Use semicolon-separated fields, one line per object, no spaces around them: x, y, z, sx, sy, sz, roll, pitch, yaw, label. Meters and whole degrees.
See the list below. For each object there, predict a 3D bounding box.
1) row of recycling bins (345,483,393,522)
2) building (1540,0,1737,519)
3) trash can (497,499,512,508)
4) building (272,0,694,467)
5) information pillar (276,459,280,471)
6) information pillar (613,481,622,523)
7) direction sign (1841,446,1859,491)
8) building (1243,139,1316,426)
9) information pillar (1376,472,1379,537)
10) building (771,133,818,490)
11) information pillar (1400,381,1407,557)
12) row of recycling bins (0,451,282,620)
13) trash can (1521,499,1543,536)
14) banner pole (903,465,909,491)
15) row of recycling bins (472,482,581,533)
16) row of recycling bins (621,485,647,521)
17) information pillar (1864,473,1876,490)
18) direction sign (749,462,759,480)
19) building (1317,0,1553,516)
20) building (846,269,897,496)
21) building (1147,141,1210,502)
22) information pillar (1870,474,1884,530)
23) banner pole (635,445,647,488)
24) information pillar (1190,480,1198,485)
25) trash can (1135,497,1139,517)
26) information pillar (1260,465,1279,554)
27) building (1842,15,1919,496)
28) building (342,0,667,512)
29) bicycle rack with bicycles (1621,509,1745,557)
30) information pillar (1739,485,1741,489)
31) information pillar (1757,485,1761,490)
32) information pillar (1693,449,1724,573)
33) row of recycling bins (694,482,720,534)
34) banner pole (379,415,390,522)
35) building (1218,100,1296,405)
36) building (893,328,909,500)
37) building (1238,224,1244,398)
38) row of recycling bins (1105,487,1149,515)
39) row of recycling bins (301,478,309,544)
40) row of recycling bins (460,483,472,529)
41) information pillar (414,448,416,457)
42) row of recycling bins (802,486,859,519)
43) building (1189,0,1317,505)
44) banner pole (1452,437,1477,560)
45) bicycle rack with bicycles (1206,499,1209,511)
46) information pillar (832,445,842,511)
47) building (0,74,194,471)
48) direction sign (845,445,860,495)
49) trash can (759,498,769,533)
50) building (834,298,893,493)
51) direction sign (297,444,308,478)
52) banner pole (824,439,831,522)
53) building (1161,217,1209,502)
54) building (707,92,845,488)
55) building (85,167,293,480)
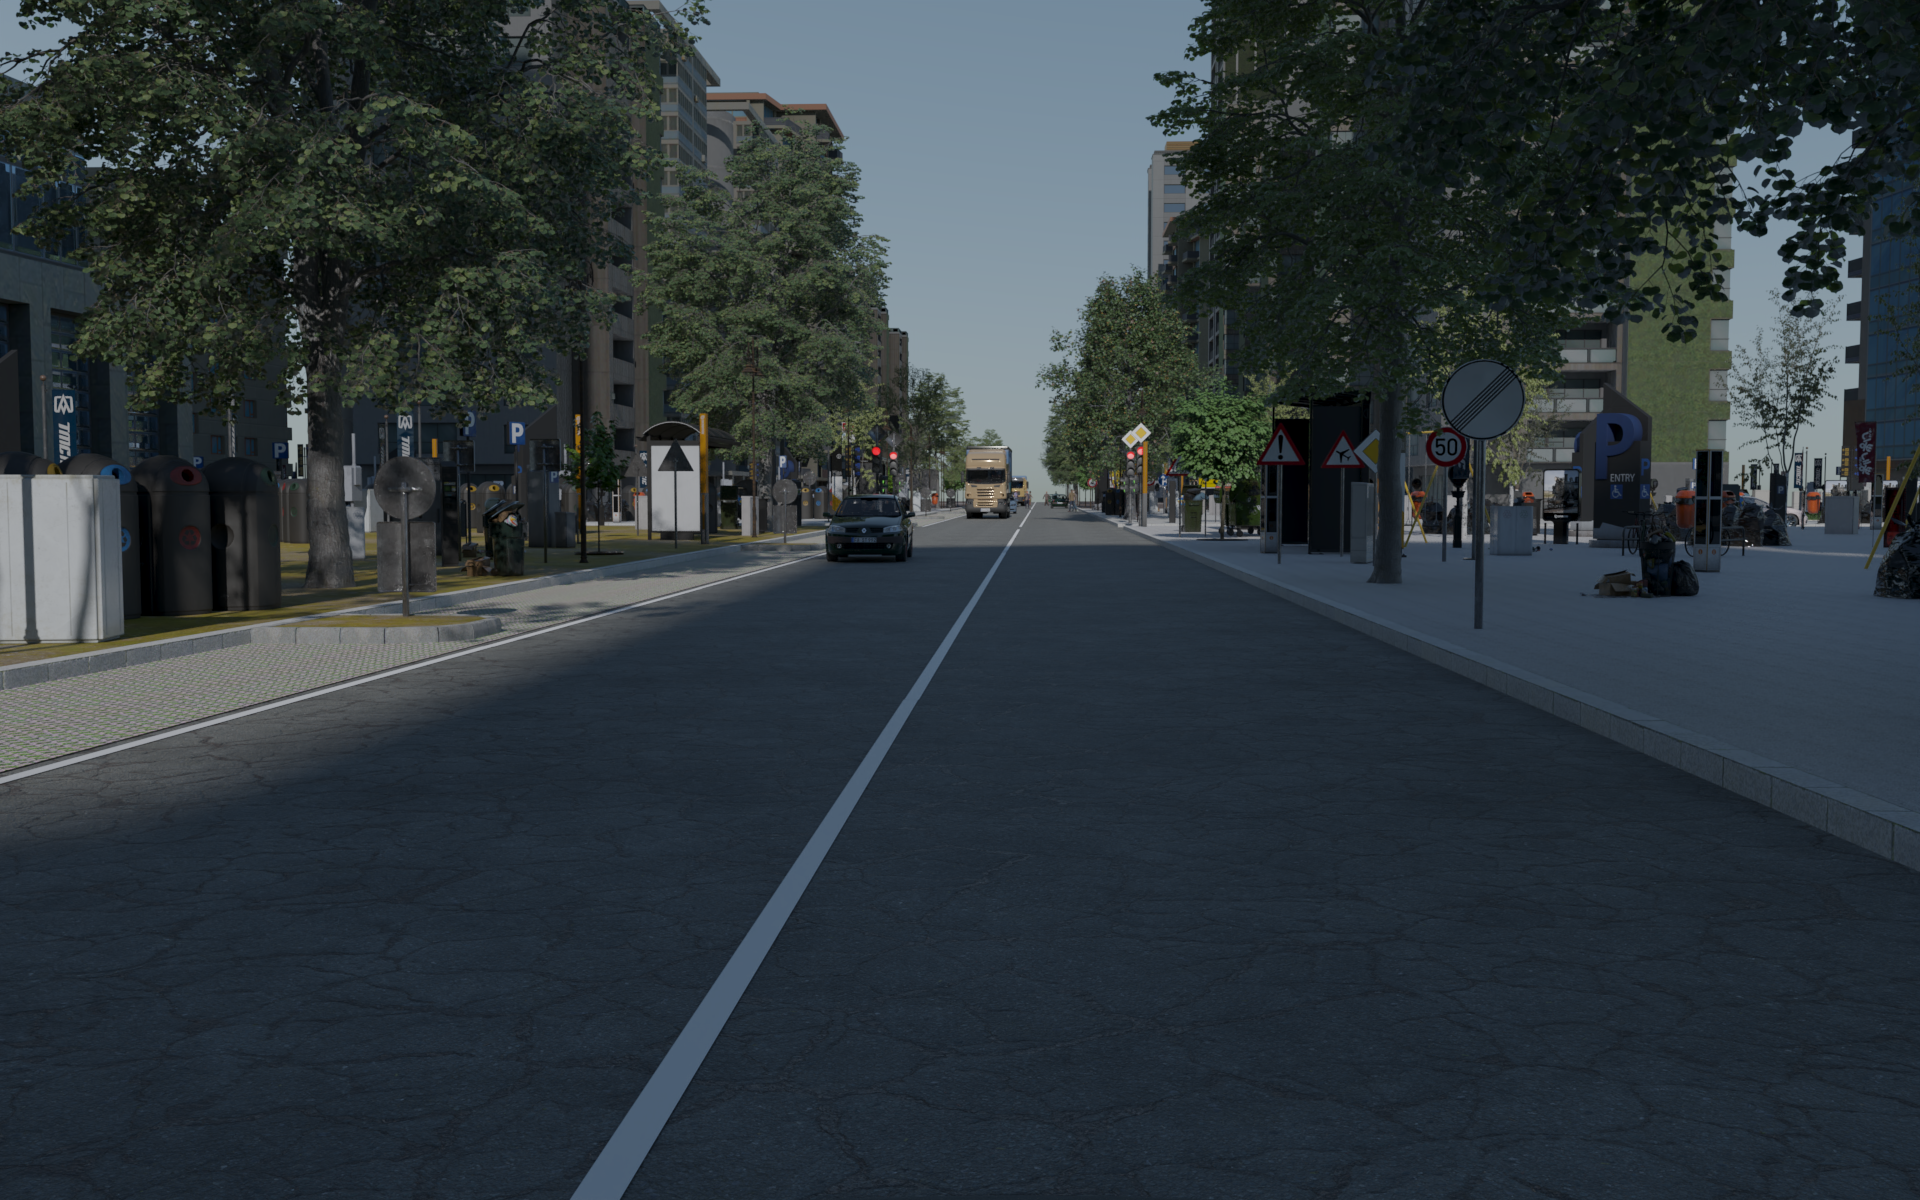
-22.919;-3.634;66.533;1.069;1.692;3.534;3;5;41;row of recycling bins
32.255;-25.073;93.540;14.086;41.232;14.154;0;4;3;building
-31.096;-6.481;117.618;0.748;1.137;0.748;0;3;0;trash can
-32.726;-27.018;133.618;32.217;40.220;23.993;0;4;3;building
-39.840;-6.728;101.354;0.183;3.616;0.504;0;4;5;information pillar
-15.368;-4.470;77.582;0.304;2.012;0.304;1;4;10;information pillar
41.718;-5.450;81.097;0.876;3.537;0.379;2;4;30;direction sign
31.666;-22.729;143.315;14.160;30.474;14.107;0;4;3;building
11.726;-2.661;47.992;0.304;2.012;0.304;0;4;4;information pillar
-30.328;-28.937;165.006;32.217;40.220;23.993;0;4;3;building
8.781;-2.667;34.966;0.504;3.616;0.183;-1;4;-22;information pillar
-8.652;-0.671;18.079;1.069;1.692;3.534;2;4;24;row of recycling bins
17.556;-2.549;53.333;0.748;1.137;0.748;0;3;0;trash can
-4.585;-9.661;147.972;0.863;3.779;0.401;1;4;20;banner pole
-14.180;-3.068;57.271;3.534;1.692;1.069;-1;4;-11;row of recycling bins
-14.393;-4.628;82.782;3.534;1.692;1.069;-1;4;-10;row of recycling bins
42.992;-5.535;81.859;0.183;3.616;0.504;-3;4;-36;information pillar
-14.376;-7.923;121.543;0.876;3.537;0.379;-2;4;-30;direction sign
31.730;-26.747;120.904;14.154;41.232;14.086;0;4;3;building
-26.074;-35.794;277.114;32.217;40.220;23.993;0;4;3;building
42.341;-46.042;294.790;21.231;58.520;28.212;0;4;3;building
32.950;-3.533;62.258;0.304;2.012;0.304;0;4;5;information pillar
-16.141;-5.973;87.681;0.863;3.779;0.401;-1;4;-10;banner pole
12.513;-5.396;92.709;0.304;2.012;0.304;-3;5;-44;information pillar
9.483;-5.037;94.016;0.748;1.137;0.748;0;3;0;trash can
6.683;-2.013;37.410;0.304;2.012;0.304;-1;4;-11;information pillar
58.817;-27.139;93.838;14.200;45.320;14.600;0;4;3;building
-25.087;-19.945;97.803;14.160;30.474;14.107;0;4;3;building
14.810;-1.379;35.922;2.925;0.926;2.852;-3;5;-43;bicycle rack with bicycles
65.792;-8.684;146.468;0.304;2.012;0.304;0;4;3;information pillar
64.936;-8.337;140.800;0.304;2.012;0.304;2;4;24;information pillar
12.277;-1.463;28.417;0.304;2.012;0.304;-1;4;-22;information pillar
-8.635;-3.086;57.570;1.069;1.692;3.534;-1;4;-15;row of recycling bins
-18.130;-3.949;54.582;0.401;3.779;0.863;0;4;4;banner pole
34.317;-30.562;183.276;14.154;41.232;14.086;0;4;3;building
-16.246;-32.067;295.989;14.160;30.474;14.107;0;4;3;building
34.131;-24.332;169.527;14.160;30.474;14.107;0;4;3;building
10.024;-5.949;104.375;1.069;1.692;3.534;-2;4;-33;row of recycling bins
-17.762;-2.387;46.148;1.069;1.692;3.534;-3;4;-37;row of recycling bins
-16.929;-3.509;64.478;3.534;1.692;1.069;0;4;2;row of recycling bins
-27.671;-5.905;87.894;0.183;3.616;0.504;0;4;-1;information pillar
-6.726;-4.986;88.641;3.534;1.692;1.069;2;4;25;row of recycling bins
37.888;-46.605;200.244;20.563;71.187;20.611;0;4;3;building
9.936;-2.686;33.932;0.401;3.779;0.863;-2;4;-24;banner pole
18.273;-6.499;119.639;2.852;0.926;2.925;-1;4;-16;bicycle rack with bicycles
-5.808;-5.550;82.101;0.504;3.616;0.183;0;4;-3;information pillar
-41.118;-44.721;43.855;31.000;86.520;22.319;0;4;3;building
-4.959;-5.389;80.105;0.876;3.537;0.379;-3;5;-41;direction sign
-6.651;-2.778;57.070;0.748;1.137;0.748;0;3;0;trash can
-18.110;-29.743;258.005;14.160;30.474;14.107;0;4;3;building
-29.584;-5.276;78.266;0.876;3.537;0.379;2;4;27;direction sign
-6.021;-5.472;79.485;0.401;3.779;0.863;0;3;0;banner pole
42.456;-37.430;266.608;22.147;44.769;28.867;0;4;3;building
-24.587;-32.835;191.470;22.147;44.769;28.867;0;4;3;building
-61.606;-16.037;107.245;28.899;21.520;27.650;0;4;3;building
